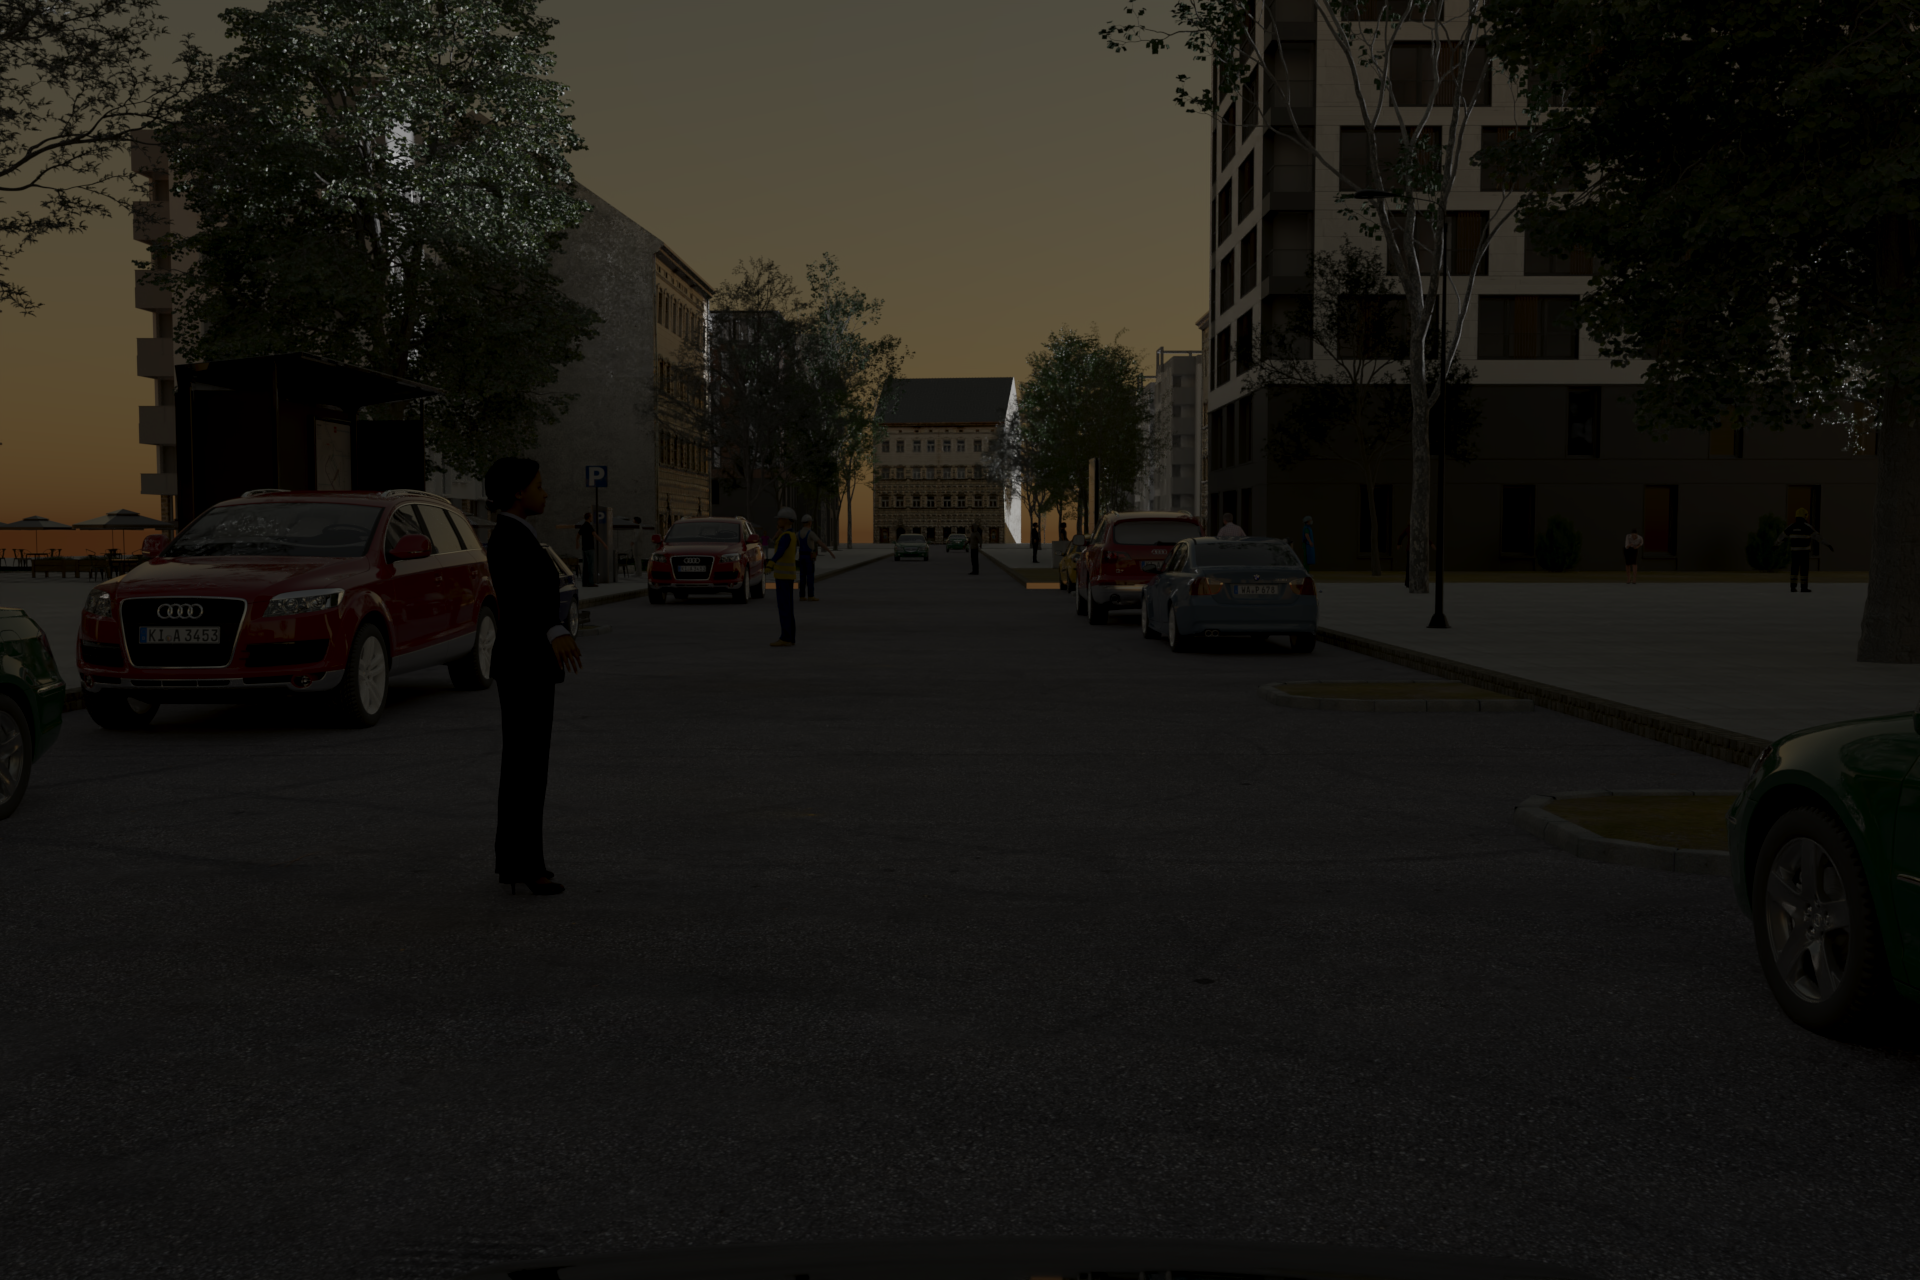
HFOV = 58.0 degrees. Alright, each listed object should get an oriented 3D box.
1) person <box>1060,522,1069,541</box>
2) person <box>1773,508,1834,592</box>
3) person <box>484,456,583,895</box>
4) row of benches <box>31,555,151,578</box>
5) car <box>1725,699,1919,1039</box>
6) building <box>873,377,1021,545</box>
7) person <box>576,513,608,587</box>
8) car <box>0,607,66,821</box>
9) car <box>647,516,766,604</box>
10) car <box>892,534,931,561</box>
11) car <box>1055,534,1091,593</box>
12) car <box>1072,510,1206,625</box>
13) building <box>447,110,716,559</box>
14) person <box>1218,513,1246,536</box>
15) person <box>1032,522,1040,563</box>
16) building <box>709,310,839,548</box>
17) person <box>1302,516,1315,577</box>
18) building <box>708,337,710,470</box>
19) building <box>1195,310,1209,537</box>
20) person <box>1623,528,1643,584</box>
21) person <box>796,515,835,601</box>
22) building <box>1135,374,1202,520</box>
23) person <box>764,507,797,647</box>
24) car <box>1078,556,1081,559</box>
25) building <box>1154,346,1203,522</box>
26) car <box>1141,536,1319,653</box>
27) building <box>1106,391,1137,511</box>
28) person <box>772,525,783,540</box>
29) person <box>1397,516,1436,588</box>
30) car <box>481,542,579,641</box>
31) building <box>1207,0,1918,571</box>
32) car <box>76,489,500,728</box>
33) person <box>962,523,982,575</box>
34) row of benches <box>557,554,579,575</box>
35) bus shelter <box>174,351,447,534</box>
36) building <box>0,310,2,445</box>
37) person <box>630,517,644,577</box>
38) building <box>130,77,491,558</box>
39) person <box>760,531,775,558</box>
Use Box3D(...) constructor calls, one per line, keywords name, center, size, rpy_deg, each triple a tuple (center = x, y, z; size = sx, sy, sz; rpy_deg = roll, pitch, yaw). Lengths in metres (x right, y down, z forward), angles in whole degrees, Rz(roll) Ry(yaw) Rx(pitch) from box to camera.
Box3D(name="person", center=(4.700, -4.385, 77.844), size=(0.704, 1.843, 1.345), rpy_deg=(1, 4, 12))
Box3D(name="person", center=(18.549, -1.983, 38.193), size=(0.704, 1.858, 1.351), rpy_deg=(-3, 4, -36))
Box3D(name="person", center=(-1.686, 0.134, 6.995), size=(0.721, 1.740, 1.216), rpy_deg=(-1, 4, -21))
Box3D(name="row of benches", center=(-25.063, -2.148, 50.583), size=(4.104, 0.672, 1.422), rpy_deg=(1, 4, 10))
Box3D(name="car", center=(3.373, 0.503, 3.573), size=(2.131, 1.459, 4.920), rpy_deg=(0, 4, -2))
Box3D(name="building", center=(-1.504, -24.986, 241.902), size=(18.063, 23.208, 19.493), rpy_deg=(1, 4, 8))
Box3D(name="person", center=(-8.985, -2.187, 41.980), size=(0.705, 1.803, 1.348), rpy_deg=(-3, 5, -44))
Box3D(name="car", center=(-5.681, 0.278, 7.249), size=(2.131, 1.459, 4.920), rpy_deg=(0, 3, 0))
Box3D(name="car", center=(-5.365, -1.742, 37.155), size=(2.281, 1.827, 5.304), rpy_deg=(0, 4, 0))
Box3D(name="car", center=(-2.596, -4.971, 93.077), size=(2.131, 1.459, 4.920), rpy_deg=(0, 4, -1))
Box3D(name="car", center=(3.418, -2.023, 43.295), size=(2.015, 1.641, 3.980), rpy_deg=(0, 4, -1))
Box3D(name="car", center=(3.051, -1.237, 28.891), size=(2.281, 1.827, 5.304), rpy_deg=(0, 4, 0))
Box3D(name="building", center=(-24.993, -16.403, 99.121), size=(19.493, 23.208, 18.063), rpy_deg=(0, 4, 1))
Box3D(name="person", center=(5.547, -1.753, 35.641), size=(0.756, 1.711, 0.436), rpy_deg=(-1, 4, -11))
Box3D(name="person", center=(3.377, -4.333, 77.037), size=(0.705, 1.806, 1.347), rpy_deg=(1, 4, 10))
Box3D(name="building", center=(-27.199, -20.221, 174.594), size=(27.936, 21.610, 32.646), rpy_deg=(0, 4, 0))
Box3D(name="person", center=(10.398, -2.784, 51.649), size=(0.704, 1.817, 1.347), rpy_deg=(1, 4, 10))
Box3D(name="building", center=(-28.429, -17.874, 123.171), size=(19.493, 23.208, 18.063), rpy_deg=(0, 3, 0))
Box3D(name="building", center=(26.538, -17.383, 115.149), size=(19.493, 23.208, 18.063), rpy_deg=(0, 4, 0))
Box3D(name="person", center=(17.185, -2.145, 44.304), size=(0.628, 1.438, 0.799), rpy_deg=(-1, 4, -16))
Box3D(name="person", center=(-3.252, -1.757, 37.037), size=(1.347, 1.847, 0.705), rpy_deg=(2, 4, 34))
Box3D(name="building", center=(25.783, -21.204, 203.105), size=(16.016, 20.090, 11.380), rpy_deg=(0, 4, 0))
Box3D(name="person", center=(-2.314, -0.812, 22.190), size=(0.721, 1.772, 1.216), rpy_deg=(0, 4, 7))
Box3D(name="car", center=(3.544, -1.497, 37.056), size=(1.945, 1.354, 3.894), rpy_deg=(0, 4, -1))
Box3D(name="building", center=(24.878, -19.489, 175.063), size=(16.016, 20.090, 11.380), rpy_deg=(0, 4, 0))
Box3D(name="car", center=(3.403, -0.627, 22.251), size=(2.014, 1.417, 4.499), rpy_deg=(0, 4, -1))
Box3D(name="building", center=(23.844, -22.357, 221.960), size=(16.016, 20.090, 11.380), rpy_deg=(0, 4, -1))
Box3D(name="person", center=(-8.277, -4.387, 78.522), size=(0.721, 1.733, 1.217), rpy_deg=(1, 4, 19))
Box3D(name="person", center=(10.807, -2.098, 41.104), size=(0.721, 1.729, 1.215), rpy_deg=(-2, 4, -30))
Box3D(name="car", center=(-6.010, -0.567, 21.848), size=(1.945, 1.354, 3.894), rpy_deg=(0, 4, 0))
Box3D(name="building", center=(24.392, -14.138, 75.134), size=(27.936, 21.610, 32.646), rpy_deg=(0, 3, 0))
Box3D(name="car", center=(-5.349, -0.354, 14.457), size=(2.281, 1.827, 5.304), rpy_deg=(0, 3, 0))
Box3D(name="person", center=(0.489, -3.203, 60.960), size=(0.705, 1.813, 1.348), rpy_deg=(-2, 4, -27))
Box3D(name="row of benches", center=(-13.960, -2.352, 53.914), size=(4.104, 0.672, 1.422), rpy_deg=(0, 4, 7))
Box3D(name="bus shelter", center=(-9.294, -2.089, 25.440), size=(1.731, 3.624, 6.357), rpy_deg=(0, 4, 0))
Box3D(name="building", center=(-31.836, -12.908, 30.124), size=(14.460, 24.649, 34.723), rpy_deg=(0, 4, 0))
Box3D(name="person", center=(-9.771, -2.823, 52.337), size=(0.705, 1.806, 1.347), rpy_deg=(0, 4, -4))
Box3D(name="building", center=(-28.229, -13.256, 73.149), size=(16.016, 20.090, 11.380), rpy_deg=(0, 4, -1))
Box3D(name="person", center=(-8.571, -4.087, 76.081), size=(0.991, 1.433, 0.599), rpy_deg=(-1, 4, -15))
